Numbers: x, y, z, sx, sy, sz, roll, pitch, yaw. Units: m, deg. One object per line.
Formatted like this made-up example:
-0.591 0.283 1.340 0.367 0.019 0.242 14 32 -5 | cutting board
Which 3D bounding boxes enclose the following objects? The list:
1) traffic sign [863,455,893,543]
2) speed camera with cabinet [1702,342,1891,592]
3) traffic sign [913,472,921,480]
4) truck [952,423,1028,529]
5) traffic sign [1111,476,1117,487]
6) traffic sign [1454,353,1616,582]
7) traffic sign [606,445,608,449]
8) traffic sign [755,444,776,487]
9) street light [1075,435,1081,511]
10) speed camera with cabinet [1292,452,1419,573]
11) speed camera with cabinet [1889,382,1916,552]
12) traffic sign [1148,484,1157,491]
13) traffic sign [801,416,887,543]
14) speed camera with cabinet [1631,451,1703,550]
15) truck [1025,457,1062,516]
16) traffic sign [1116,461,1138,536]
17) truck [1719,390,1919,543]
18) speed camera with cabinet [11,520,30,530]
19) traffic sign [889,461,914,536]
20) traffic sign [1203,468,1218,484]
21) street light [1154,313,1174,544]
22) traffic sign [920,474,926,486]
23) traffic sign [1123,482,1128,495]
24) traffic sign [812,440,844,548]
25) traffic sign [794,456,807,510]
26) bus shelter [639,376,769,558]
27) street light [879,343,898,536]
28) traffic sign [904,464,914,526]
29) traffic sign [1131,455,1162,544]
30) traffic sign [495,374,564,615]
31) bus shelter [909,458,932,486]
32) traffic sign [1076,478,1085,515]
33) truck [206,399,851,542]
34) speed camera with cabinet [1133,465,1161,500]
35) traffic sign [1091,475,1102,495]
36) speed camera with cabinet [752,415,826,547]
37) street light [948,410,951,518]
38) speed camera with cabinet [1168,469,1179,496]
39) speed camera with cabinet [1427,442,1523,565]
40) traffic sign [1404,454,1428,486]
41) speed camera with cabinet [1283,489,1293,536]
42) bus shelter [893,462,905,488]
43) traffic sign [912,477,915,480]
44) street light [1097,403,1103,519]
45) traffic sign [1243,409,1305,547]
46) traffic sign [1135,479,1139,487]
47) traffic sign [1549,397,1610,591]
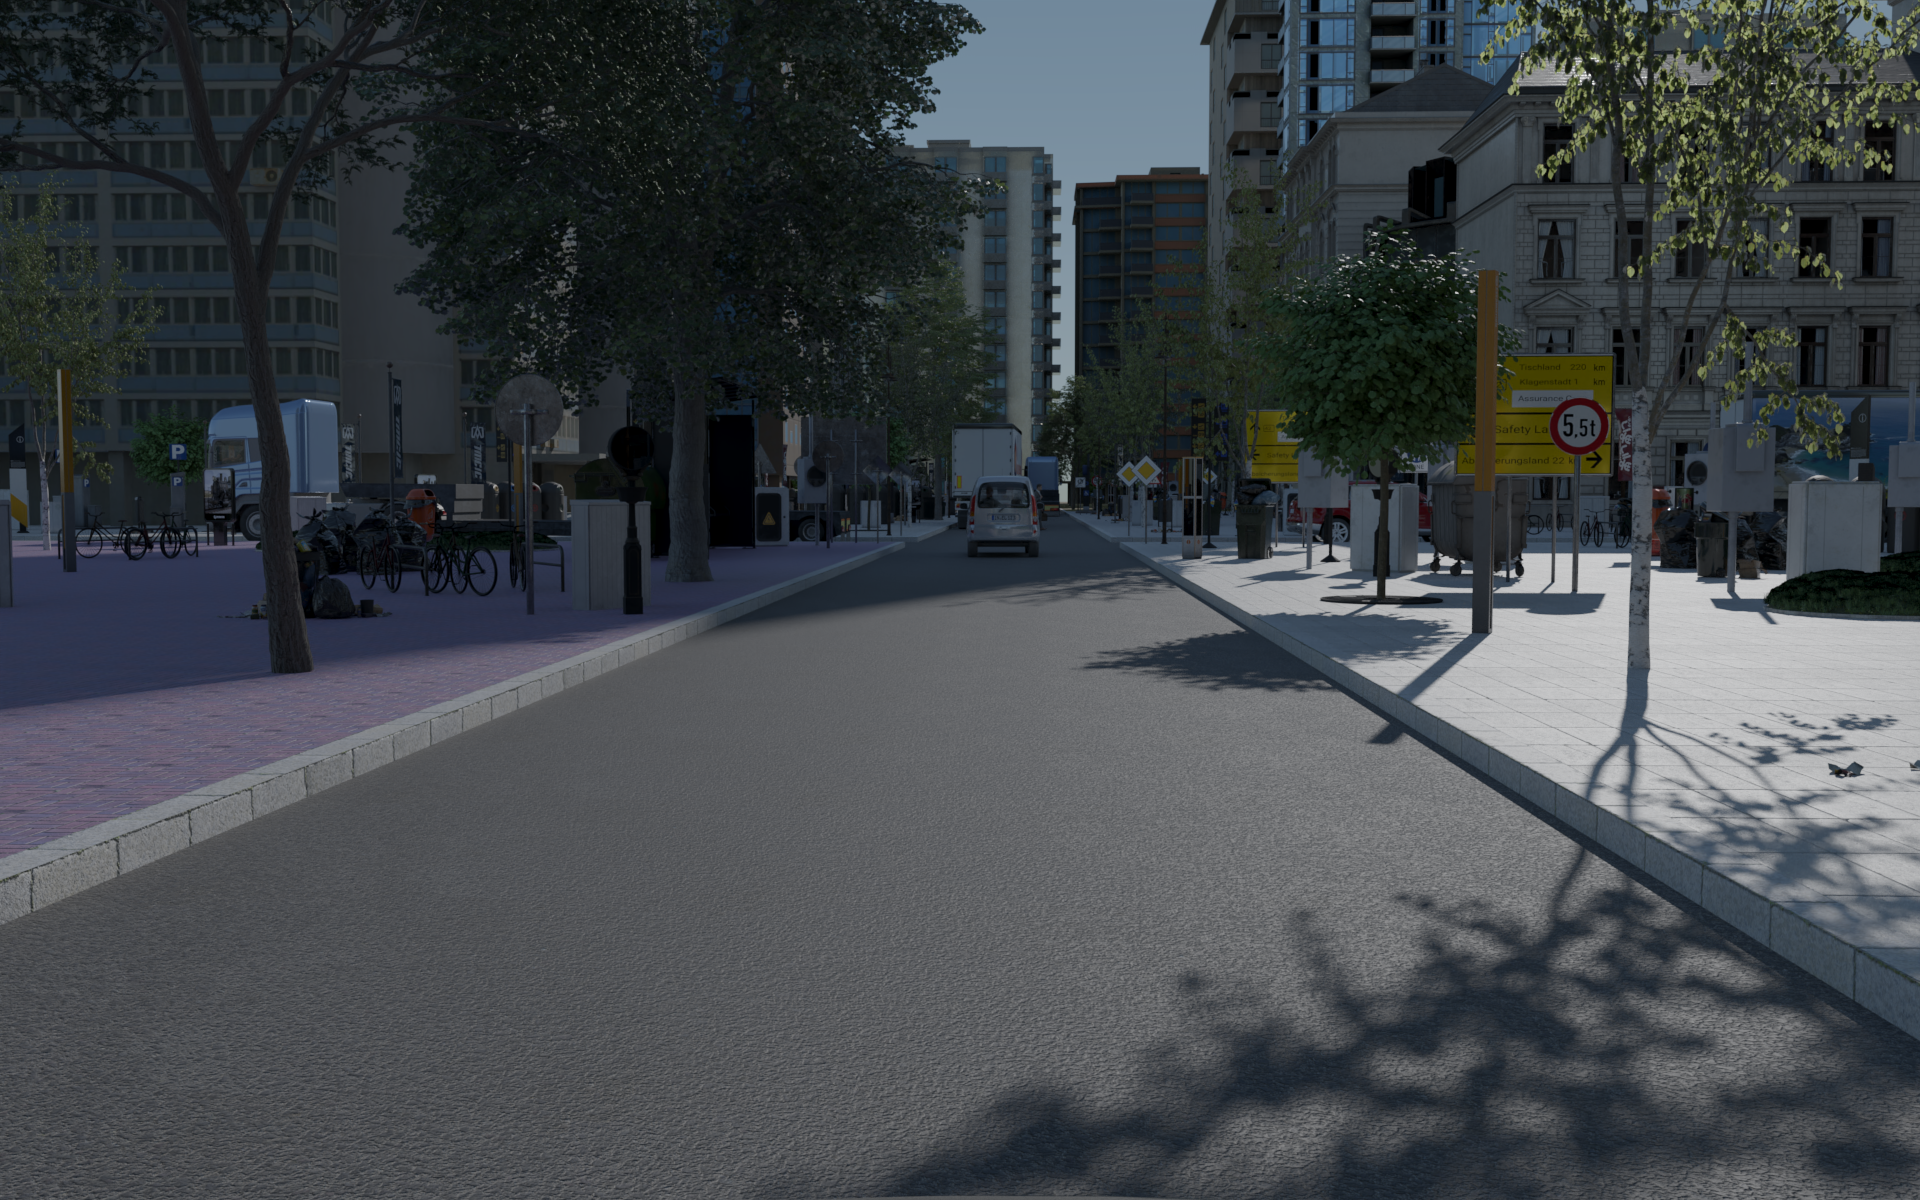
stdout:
-2.135 -2.529 44.993 0.795 2.450 0.064 0 4 2 | traffic sign
10.963 -1.739 22.766 2.038 3.252 0.660 0 4 3 | speed camera with cabinet
-2.584 -6.050 99.023 0.768 2.556 0.104 1 4 12 | traffic sign
1.328 -5.217 74.219 2.839 4.237 11.283 0 4 4 | truck
10.860 -7.416 121.349 0.768 2.556 0.104 1 4 10 | traffic sign
8.296 -1.909 25.079 2.265 3.308 0.079 0 4 3 | traffic sign
-7.373 -2.305 37.796 0.768 2.556 0.104 1 4 11 | traffic sign
-5.162 -2.729 44.615 0.884 2.594 0.081 1 4 9 | traffic sign
8.672 -9.432 126.997 0.468 5.910 1.993 0 4 2 | street light
6.674 -2.122 29.037 0.660 3.252 2.038 -3 5 -43 | speed camera with cabinet
17.505 -2.211 30.481 2.038 3.252 0.660 2 4 29 | speed camera with cabinet
12.217 -6.604 110.112 0.606 2.300 0.079 1 4 9 | traffic sign
-3.054 -3.157 45.483 2.265 3.308 0.079 0 4 4 | traffic sign
15.729 -2.665 37.903 0.660 3.252 2.038 -2 4 -28 | speed camera with cabinet
5.599 -7.903 118.979 2.967 4.110 18.799 0 4 3 | truck
5.137 -2.998 52.660 0.795 2.450 0.064 0 4 2 | traffic sign
27.022 -3.590 47.608 11.283 4.237 2.839 0 4 4 | truck
-34.043 -4.083 61.087 2.038 3.252 0.660 -1 4 -22 | speed camera with cabinet
-1.800 -3.017 52.971 0.795 2.450 0.064 0 4 2 | traffic sign
10.739 -4.510 74.922 0.795 2.450 0.064 1 4 11 | traffic sign
5.242 -4.372 44.263 0.468 5.910 1.993 0 4 2 | street light
-2.467 -6.645 108.759 0.768 2.556 0.104 0 4 5 | traffic sign
9.248 -5.867 96.025 0.768 2.556 0.104 1 4 9 | traffic sign
-3.116 -2.494 40.880 0.768 2.556 0.104 0 4 5 | traffic sign
-5.024 -3.433 56.232 0.768 2.556 0.104 0 4 7 | traffic sign
-5.442 -2.838 37.676 1.731 3.624 6.357 0 4 2 | bus shelter
-2.191 -4.925 53.311 0.468 5.910 1.993 0 4 2 | street light
-2.241 -4.311 70.598 0.768 2.556 0.104 0 4 4 | traffic sign
4.802 -2.510 44.682 0.795 2.450 0.064 0 4 2 | traffic sign
-4.575 -1.117 18.372 0.768 2.556 0.104 1 4 9 | traffic sign
-2.911 -7.554 114.784 1.731 3.624 6.357 0 4 3 | bus shelter
7.435 -6.414 107.001 0.606 2.300 0.079 0 4 3 | traffic sign
-12.594 -3.652 49.462 18.799 4.110 2.967 0 4 3 | truck
12.581 -7.471 116.483 2.038 3.252 0.660 1 4 23 | speed camera with cabinet
9.352 -7.222 118.182 0.768 2.556 0.104 1 4 10 | traffic sign
-4.255 -2.955 42.657 2.038 3.252 0.660 -2 4 -24 | speed camera with cabinet
-0.585 -7.342 92.823 0.468 5.910 1.993 0 4 2 | street light
14.392 -7.770 121.370 2.038 3.252 0.660 2 4 28 | speed camera with cabinet
9.533 -2.307 32.062 0.660 3.252 2.038 -2 4 -24 | speed camera with cabinet
8.817 -1.919 33.502 0.606 2.300 0.079 1 4 11 | traffic sign
10.947 -3.585 52.947 2.038 3.252 0.660 1 4 20 | speed camera with cabinet
-4.263 -6.424 96.314 1.731 3.624 6.357 0 4 3 | bus shelter
-2.681 -5.515 90.175 0.884 2.594 0.081 0 4 7 | traffic sign
7.041 -7.032 87.759 0.468 5.910 1.993 0 4 2 | street light
7.951 -2.921 41.626 2.265 3.308 0.079 0 4 6 | traffic sign
12.444 -7.227 119.346 0.795 2.450 0.064 1 4 9 | traffic sign
8.109 -1.386 22.764 0.768 2.556 0.104 0 4 7 | traffic sign
